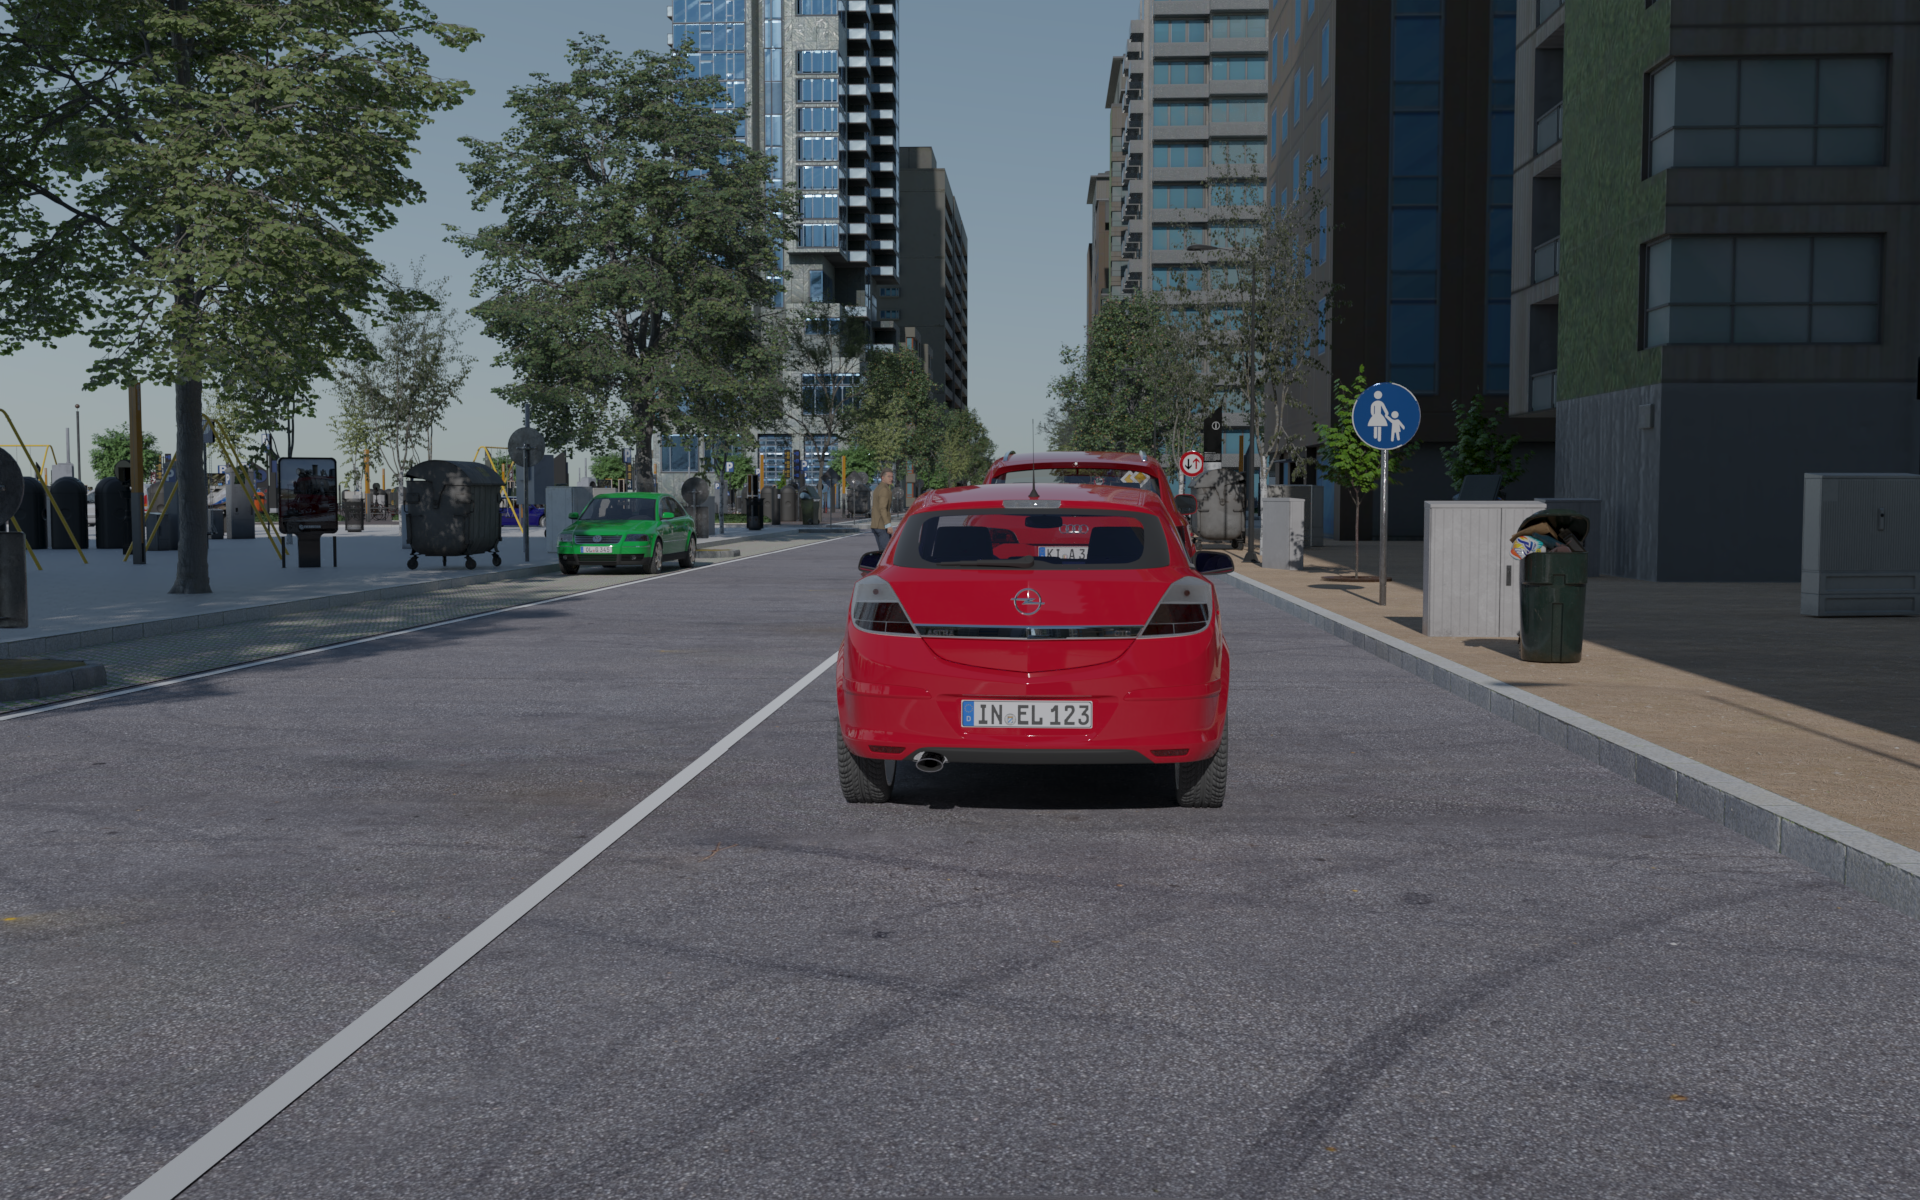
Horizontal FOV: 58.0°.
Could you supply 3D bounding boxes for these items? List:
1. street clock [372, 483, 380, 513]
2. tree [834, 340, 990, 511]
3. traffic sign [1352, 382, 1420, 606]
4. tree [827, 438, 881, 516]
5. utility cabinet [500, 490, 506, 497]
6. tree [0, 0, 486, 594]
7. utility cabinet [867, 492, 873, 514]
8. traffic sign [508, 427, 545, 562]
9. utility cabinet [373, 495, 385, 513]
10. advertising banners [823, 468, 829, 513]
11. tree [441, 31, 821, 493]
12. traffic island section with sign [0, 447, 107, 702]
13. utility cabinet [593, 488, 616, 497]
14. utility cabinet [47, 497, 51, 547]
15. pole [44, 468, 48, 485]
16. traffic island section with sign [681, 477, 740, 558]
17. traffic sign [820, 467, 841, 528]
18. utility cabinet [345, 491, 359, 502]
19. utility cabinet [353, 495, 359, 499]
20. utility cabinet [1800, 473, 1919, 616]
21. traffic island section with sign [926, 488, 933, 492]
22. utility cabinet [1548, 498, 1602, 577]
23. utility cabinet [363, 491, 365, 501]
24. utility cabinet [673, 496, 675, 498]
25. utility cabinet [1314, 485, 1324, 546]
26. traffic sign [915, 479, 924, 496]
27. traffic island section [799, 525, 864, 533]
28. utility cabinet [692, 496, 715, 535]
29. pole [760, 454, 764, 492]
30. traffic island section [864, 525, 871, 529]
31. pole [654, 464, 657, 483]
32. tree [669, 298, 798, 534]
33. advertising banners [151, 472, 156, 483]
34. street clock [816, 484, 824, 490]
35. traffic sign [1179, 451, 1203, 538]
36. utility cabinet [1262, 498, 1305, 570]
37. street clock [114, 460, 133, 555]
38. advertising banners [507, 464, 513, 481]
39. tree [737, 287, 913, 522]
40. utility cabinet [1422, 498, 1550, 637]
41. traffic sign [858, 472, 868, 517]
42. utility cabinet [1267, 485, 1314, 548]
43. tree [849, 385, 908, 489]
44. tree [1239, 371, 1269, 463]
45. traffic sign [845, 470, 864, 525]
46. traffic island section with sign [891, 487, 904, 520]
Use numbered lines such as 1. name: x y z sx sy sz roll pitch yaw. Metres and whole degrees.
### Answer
1. street clock: -37.381 -6.508 110.970 0.358 2.002 0.471 2 4 25
2. tree: -4.674 -13.003 129.604 9.611 12.733 9.660 0 3 0
3. traffic sign: 4.866 -1.208 19.858 0.768 2.556 0.104 0 4 6
4. tree: -6.200 -7.211 101.615 4.285 4.588 4.351 0 3 0
5. utility cabinet: -24.387 -5.147 92.828 0.318 1.500 1.173 0 4 -2
6. tree: -10.168 -6.382 22.471 7.486 12.596 7.792 0 3 0
7. utility cabinet: -6.037 -6.156 109.337 1.173 1.500 0.318 2 4 25
8. traffic sign: -8.232 -2.003 32.862 0.768 2.556 0.104 1 4 12
9. utility cabinet: -40.490 -6.701 120.716 1.020 1.237 0.306 3 5 42
10. advertising banners: -8.918 -7.297 115.497 0.090 3.025 2.074 -1 4 -15
11. tree: -8.699 -8.575 46.849 9.857 13.997 8.962 0 3 0
12. traffic island section with sign: -7.392 -0.236 12.486 1.989 1.847 2.006 0 4 3
13. utility cabinet: -13.226 -3.380 63.938 0.318 1.500 1.173 2 4 31
14. utility cabinet: -22.156 -1.890 42.061 1.020 1.237 0.306 2 4 26
15. pole: -71.273 -8.640 135.115 0.158 3.312 0.155 0 3 0
16. traffic island section with sign: -6.069 -1.883 39.409 1.989 1.847 2.006 0 4 3
17. traffic sign: -4.818 -3.731 64.638 0.795 2.450 0.064 0 4 3
18. utility cabinet: -51.323 -8.417 146.299 1.173 1.500 0.318 -1 4 -14
19. utility cabinet: -42.701 -6.814 122.575 0.306 1.237 1.020 -2 4 -34
20. utility cabinet: 9.416 -0.574 18.056 1.173 1.500 0.318 -1 4 -9
21. traffic island section with sign: -2.045 -6.935 122.022 1.989 1.847 2.006 0 4 3
22. utility cabinet: 9.410 -0.958 26.825 1.020 1.237 0.306 -1 4 -17
23. utility cabinet: -47.400 -7.920 138.174 0.318 1.500 1.173 -1 4 -13
24. utility cabinet: -10.588 -3.164 62.890 0.306 1.237 1.020 0 4 3
25. utility cabinet: 8.574 -2.060 42.354 0.318 1.500 1.173 0 4 -6
26. traffic sign: -3.357 -8.796 143.918 0.768 2.556 0.104 0 4 5
27. traffic island section: -4.842 -2.595 64.701 2.009 0.180 2.903 0 4 3
28. utility cabinet: -8.096 -2.660 54.649 0.306 1.237 1.020 1 4 20
29. pole: -10.195 -5.828 89.127 0.158 3.312 0.155 0 3 0
30. traffic island section: -4.453 -3.082 72.677 2.009 0.180 2.903 0 4 3
31. pole: -20.547 -7.524 116.857 0.158 3.312 0.155 0 3 0
32. tree: -7.626 -6.477 56.269 4.737 8.622 4.395 0 3 0
33. advertising banners: -64.243 -8.574 136.371 2.074 3.025 0.090 0 4 -3
34. street clock: -9.465 -6.889 117.202 0.471 2.002 0.358 -2 4 -23
35. traffic sign: 6.829 -3.111 50.965 0.768 2.556 0.104 0 4 8
36. utility cabinet: 5.539 -1.133 29.683 0.306 1.237 1.020 -1 4 -17
37. street clock: -17.592 -1.961 36.628 0.471 2.002 0.358 1 4 14
38. advertising banners: -25.937 -6.451 101.661 0.090 3.025 2.074 1 4 20
39. tree: -6.461 -8.829 78.769 8.767 10.594 7.601 0 4 -6
40. utility cabinet: 4.728 -0.274 15.635 1.020 1.237 0.306 0 4 4
41. traffic sign: -5.589 -6.021 98.554 0.768 2.556 0.104 1 4 10
42. utility cabinet: 7.634 -1.945 40.485 1.173 1.500 0.318 -2 4 -23
43. tree: -5.242 -10.044 114.577 4.737 8.622 4.395 0 3 0
44. tree: 18.799 -9.347 103.192 4.737 8.622 4.395 0 3 0
45. traffic sign: -4.429 -4.218 72.614 0.795 2.450 0.064 0 4 3
46. traffic island section with sign: -3.365 -5.289 95.099 1.989 1.847 2.006 0 4 3
